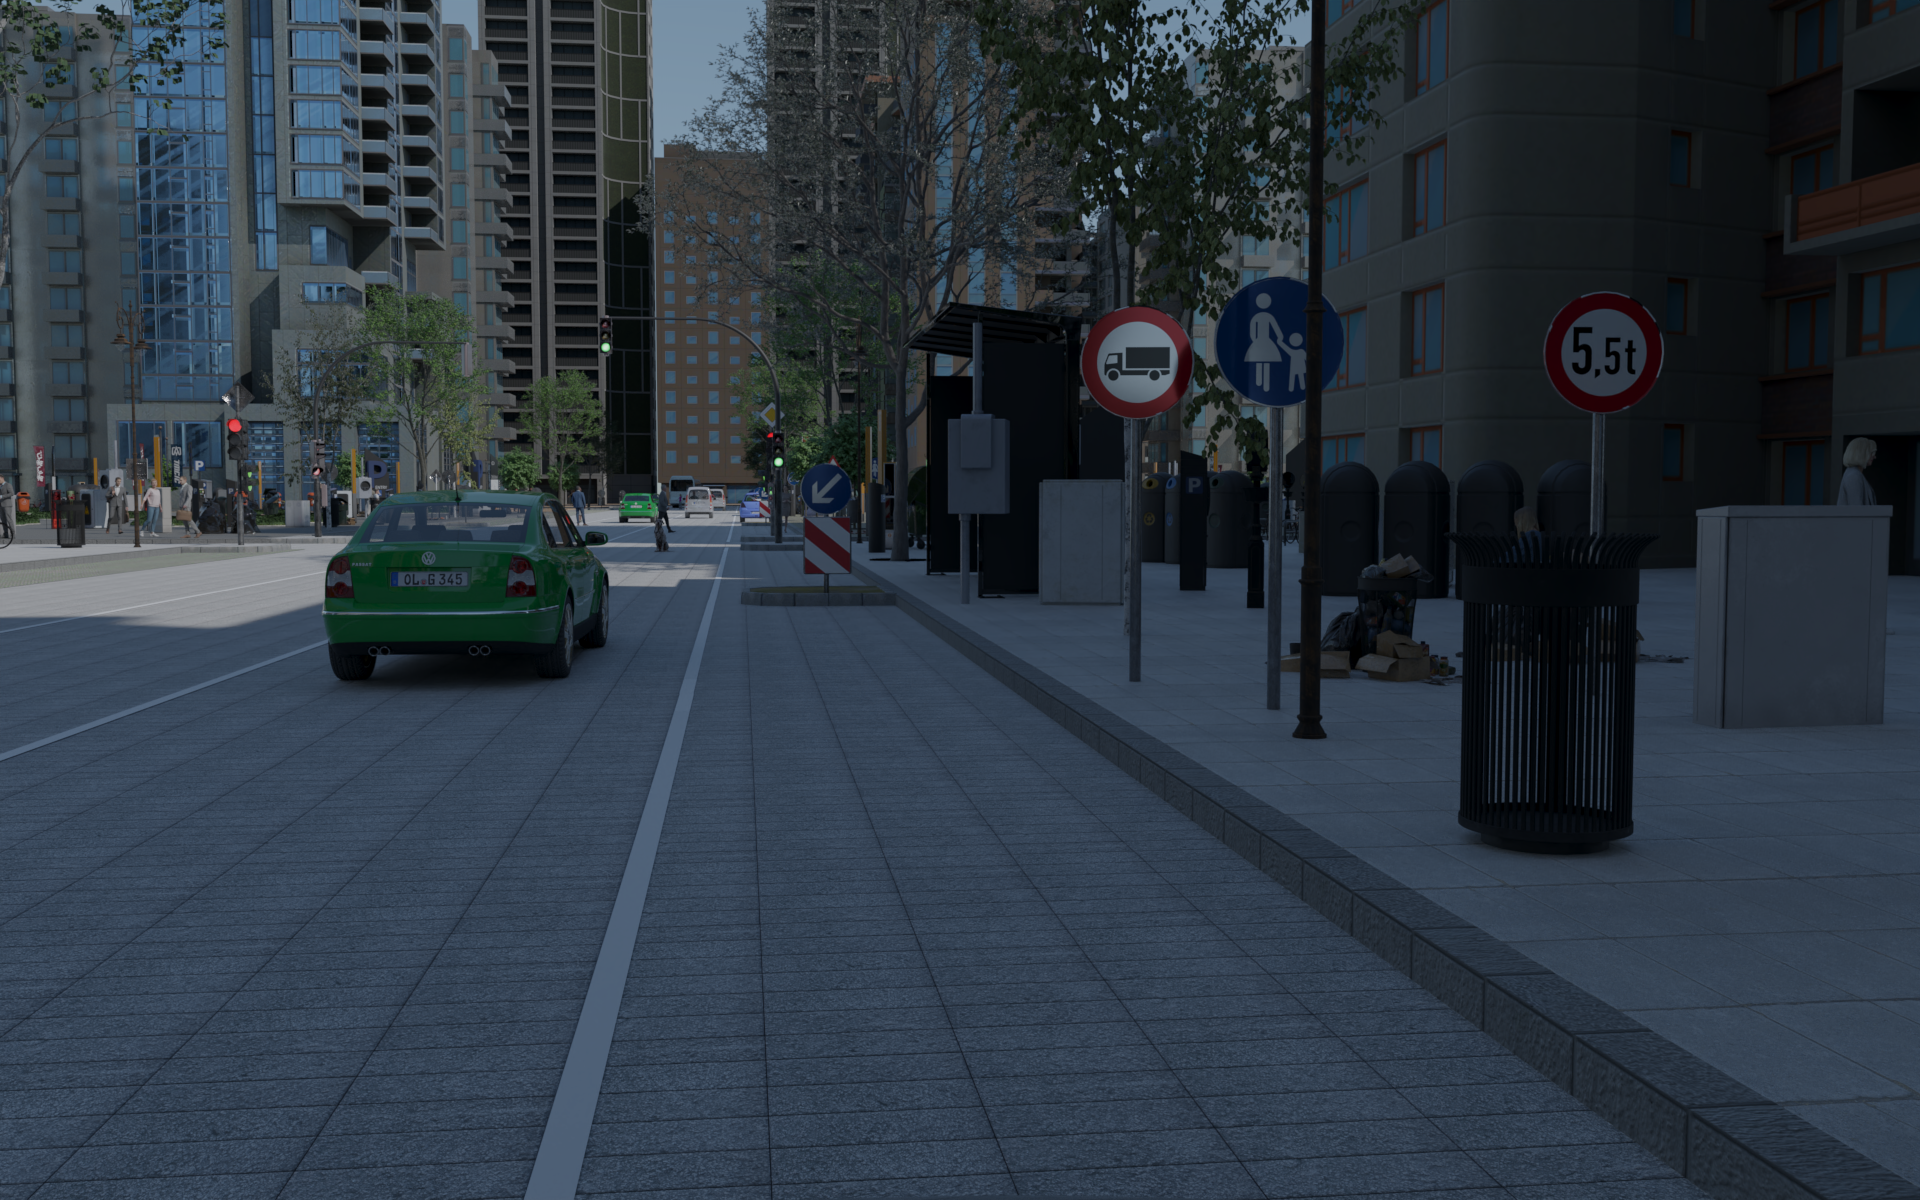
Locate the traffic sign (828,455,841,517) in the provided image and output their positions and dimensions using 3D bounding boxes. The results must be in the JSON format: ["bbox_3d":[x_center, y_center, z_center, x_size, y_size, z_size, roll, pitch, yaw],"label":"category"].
[{"bbox_3d":[-4.241,-3.543,57.929,0.884,2.594,0.081,0,4,-3],"label":"traffic sign"}]

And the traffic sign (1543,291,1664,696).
[{"bbox_3d":[4.043,-0.665,10.982,0.768,2.556,0.104,0,4,-3],"label":"traffic sign"}]

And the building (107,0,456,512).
[{"bbox_3d":[-52.432,-50.390,136.547,22.319,86.520,31.000,0,4,-7],"label":"building"}]

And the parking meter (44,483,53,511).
[{"bbox_3d":[-47.521,-5.175,90.325,0.399,1.863,0.255,2,4,25],"label":"parking meter"}]

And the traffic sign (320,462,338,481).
[{"bbox_3d":[-25.374,-4.249,69.572,0.768,2.556,0.104,0,4,-4],"label":"traffic sign"}]

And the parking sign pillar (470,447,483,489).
[{"bbox_3d":[-27.476,-6.727,98.460,1.447,3.967,1.447,0,4,-3],"label":"parking sign pillar"}]

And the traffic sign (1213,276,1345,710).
[{"bbox_3d":[1.870,-0.621,10.252,0.768,2.556,0.104,0,3,0],"label":"traffic sign"}]

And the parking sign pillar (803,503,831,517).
[{"bbox_3d":[-7.255,-6.075,87.802,1.447,3.967,1.447,2,4,29],"label":"parking sign pillar"}]

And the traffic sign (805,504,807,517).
[{"bbox_3d":[-7.534,-5.172,84.662,0.768,2.556,0.104,0,4,-6],"label":"traffic sign"}]

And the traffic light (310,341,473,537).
[{"bbox_3d":[-16.937,-4.700,51.510,4.771,5.953,1.251,0,4,-7],"label":"traffic light"}]

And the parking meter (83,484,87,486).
[{"bbox_3d":[-50.628,-5.773,100.098,0.255,1.863,0.399,1,4,9],"label":"parking meter"}]

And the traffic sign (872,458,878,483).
[{"bbox_3d":[-2.880,-3.695,60.516,0.768,2.556,0.104,0,4,-6],"label":"traffic sign"}]

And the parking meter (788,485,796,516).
[{"bbox_3d":[-9.783,-5.809,100.695,0.399,1.863,0.255,-3,5,-43],"label":"parking meter"}]

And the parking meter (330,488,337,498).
[{"bbox_3d":[-25.088,-3.720,69.234,0.372,1.533,0.369,0,3,0],"label":"parking meter"}]

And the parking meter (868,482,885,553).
[{"bbox_3d":[-1.819,-1.805,37.915,0.372,1.533,0.369,0,3,0],"label":"parking meter"}]

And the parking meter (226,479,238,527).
[{"bbox_3d":[-31.102,-4.181,74.064,0.399,1.863,0.255,0,4,-4],"label":"parking meter"}]

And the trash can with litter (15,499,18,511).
[{"bbox_3d":[-53.702,-5.302,98.069,1.055,1.170,0.624,-2,4,-28],"label":"trash can with litter"}]

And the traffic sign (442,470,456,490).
[{"bbox_3d":[-26.500,-5.488,89.837,0.768,2.556,0.104,0,4,-1],"label":"traffic sign"}]

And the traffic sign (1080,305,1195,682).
[{"bbox_3d":[1.200,-0.715,11.788,0.768,2.556,0.104,0,4,3],"label":"traffic sign"}]

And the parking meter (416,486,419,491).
[{"bbox_3d":[-37.176,-6.934,119.083,0.399,1.863,0.255,3,5,44],"label":"parking meter"}]

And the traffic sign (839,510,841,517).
[{"bbox_3d":[-4.635,-4.079,66.805,0.768,2.556,0.104,0,4,-3],"label":"traffic sign"}]

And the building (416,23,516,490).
[{"bbox_3d":[-61.618,-34.042,176.202,30.456,49.044,23.786,0,4,-7],"label":"building"}]

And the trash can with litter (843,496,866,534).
[{"bbox_3d":[-3.265,-2.735,55.768,2.233,1.210,1.678,3,5,44],"label":"trash can with litter"}]

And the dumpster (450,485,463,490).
[{"bbox_3d":[-30.544,-6.133,106.032,1.264,1.857,1.865,0,4,-7],"label":"dumpster"}]

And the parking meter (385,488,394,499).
[{"bbox_3d":[-24.995,-4.128,75.906,0.372,1.533,0.369,0,3,0],"label":"parking meter"}]

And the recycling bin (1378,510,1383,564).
[{"bbox_3d":[6.356,-0.950,28.087,0.722,1.027,0.722,-2,4,-33],"label":"recycling bin"}]

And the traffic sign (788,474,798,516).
[{"bbox_3d":[-9.525,-6.086,99.619,0.768,2.556,0.104,0,4,-6],"label":"traffic sign"}]

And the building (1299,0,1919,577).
[{"bbox_3d":[22.926,-10.984,24.624,27.650,21.520,28.899,0,4,-7],"label":"building"}]

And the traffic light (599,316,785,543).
[{"bbox_3d":[-6.811,-4.276,44.574,4.771,5.953,1.251,0,4,-7],"label":"traffic light"}]

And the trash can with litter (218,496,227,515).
[{"bbox_3d":[-35.837,-4.479,84.612,0.624,1.170,1.055,-3,5,-45],"label":"trash can with litter"}]

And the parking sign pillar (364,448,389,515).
[{"bbox_3d":[-34.024,-6.887,101.082,1.447,3.967,1.447,-3,5,-40],"label":"parking sign pillar"}]

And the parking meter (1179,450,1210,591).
[{"bbox_3d":[3.129,-1.060,23.049,0.399,1.863,0.255,0,4,8],"label":"parking meter"}]

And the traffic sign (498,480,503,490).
[{"bbox_3d":[-31.434,-7.224,118.223,0.768,2.556,0.104,0,4,-3],"label":"traffic sign"}]

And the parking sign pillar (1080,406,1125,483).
[{"bbox_3d":[3.609,-3.417,44.343,1.447,3.967,1.447,1,4,13],"label":"parking sign pillar"}]

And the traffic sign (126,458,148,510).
[{"bbox_3d":[-23.632,-2.913,49.749,0.606,2.300,0.079,0,4,1],"label":"traffic sign"}]

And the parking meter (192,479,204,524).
[{"bbox_3d":[-29.085,-3.696,66.140,0.399,1.863,0.255,1,4,22],"label":"parking meter"}]

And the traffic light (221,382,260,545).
[{"bbox_3d":[-18.001,-3.325,43.292,0.839,4.253,0.868,0,4,-7],"label":"traffic light"}]

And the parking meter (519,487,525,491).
[{"bbox_3d":[-29.582,-6.816,117.147,0.399,1.863,0.255,-1,4,-13],"label":"parking meter"}]

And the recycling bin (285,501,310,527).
[{"bbox_3d":[-25.750,-3.350,67.327,0.722,1.027,0.722,0,4,1],"label":"recycling bin"}]

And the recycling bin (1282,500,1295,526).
[{"bbox_3d":[12.747,-3.388,67.947,0.722,1.027,0.722,1,4,18],"label":"recycling bin"}]

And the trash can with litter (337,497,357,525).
[{"bbox_3d":[-25.486,-3.684,71.614,0.624,1.170,1.055,1,4,18],"label":"trash can with litter"}]

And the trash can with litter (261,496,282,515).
[{"bbox_3d":[-33.564,-4.453,84.195,0.624,1.170,1.055,2,4,25],"label":"trash can with litter"}]

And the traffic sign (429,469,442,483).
[{"bbox_3d":[-27.652,-5.610,91.450,0.795,2.593,0.064,0,4,1],"label":"traffic sign"}]

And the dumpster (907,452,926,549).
[{"bbox_3d":[-0.597,-2.345,40.828,1.502,2.255,1.985,0,4,-7],"label":"dumpster"}]

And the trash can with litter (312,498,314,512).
[{"bbox_3d":[-32.957,-4.728,88.689,0.624,1.170,1.055,-2,4,-29],"label":"trash can with litter"}]

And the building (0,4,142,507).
[{"bbox_3d":[-92.222,-33.846,172.995,30.456,49.044,23.786,0,4,-7],"label":"building"}]

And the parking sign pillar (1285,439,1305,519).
[{"bbox_3d":[15.685,-5.601,80.050,1.447,3.967,1.447,-3,5,-40],"label":"parking sign pillar"}]

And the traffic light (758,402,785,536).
[{"bbox_3d":[-5.747,-3.913,52.898,0.839,4.253,0.868,0,4,-7],"label":"traffic light"}]
